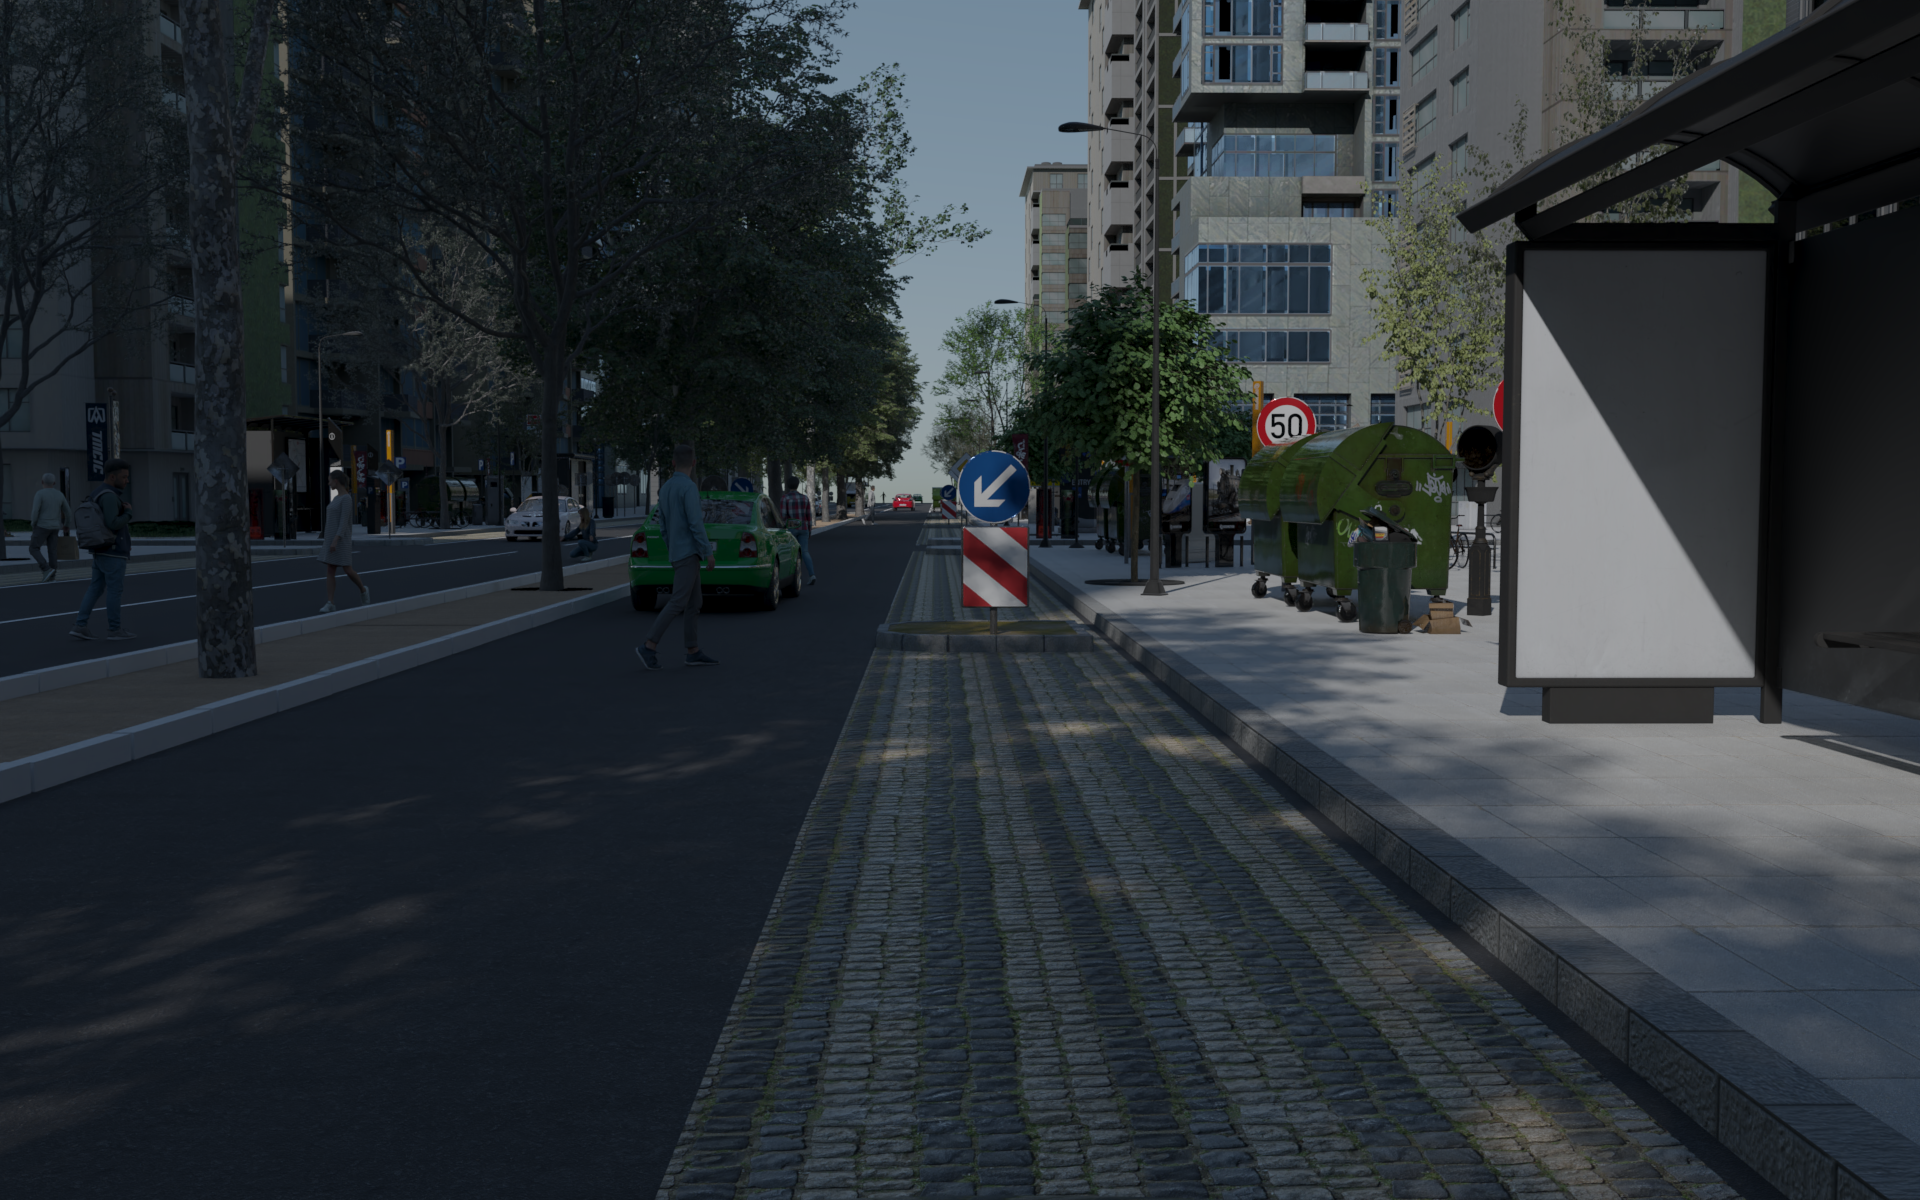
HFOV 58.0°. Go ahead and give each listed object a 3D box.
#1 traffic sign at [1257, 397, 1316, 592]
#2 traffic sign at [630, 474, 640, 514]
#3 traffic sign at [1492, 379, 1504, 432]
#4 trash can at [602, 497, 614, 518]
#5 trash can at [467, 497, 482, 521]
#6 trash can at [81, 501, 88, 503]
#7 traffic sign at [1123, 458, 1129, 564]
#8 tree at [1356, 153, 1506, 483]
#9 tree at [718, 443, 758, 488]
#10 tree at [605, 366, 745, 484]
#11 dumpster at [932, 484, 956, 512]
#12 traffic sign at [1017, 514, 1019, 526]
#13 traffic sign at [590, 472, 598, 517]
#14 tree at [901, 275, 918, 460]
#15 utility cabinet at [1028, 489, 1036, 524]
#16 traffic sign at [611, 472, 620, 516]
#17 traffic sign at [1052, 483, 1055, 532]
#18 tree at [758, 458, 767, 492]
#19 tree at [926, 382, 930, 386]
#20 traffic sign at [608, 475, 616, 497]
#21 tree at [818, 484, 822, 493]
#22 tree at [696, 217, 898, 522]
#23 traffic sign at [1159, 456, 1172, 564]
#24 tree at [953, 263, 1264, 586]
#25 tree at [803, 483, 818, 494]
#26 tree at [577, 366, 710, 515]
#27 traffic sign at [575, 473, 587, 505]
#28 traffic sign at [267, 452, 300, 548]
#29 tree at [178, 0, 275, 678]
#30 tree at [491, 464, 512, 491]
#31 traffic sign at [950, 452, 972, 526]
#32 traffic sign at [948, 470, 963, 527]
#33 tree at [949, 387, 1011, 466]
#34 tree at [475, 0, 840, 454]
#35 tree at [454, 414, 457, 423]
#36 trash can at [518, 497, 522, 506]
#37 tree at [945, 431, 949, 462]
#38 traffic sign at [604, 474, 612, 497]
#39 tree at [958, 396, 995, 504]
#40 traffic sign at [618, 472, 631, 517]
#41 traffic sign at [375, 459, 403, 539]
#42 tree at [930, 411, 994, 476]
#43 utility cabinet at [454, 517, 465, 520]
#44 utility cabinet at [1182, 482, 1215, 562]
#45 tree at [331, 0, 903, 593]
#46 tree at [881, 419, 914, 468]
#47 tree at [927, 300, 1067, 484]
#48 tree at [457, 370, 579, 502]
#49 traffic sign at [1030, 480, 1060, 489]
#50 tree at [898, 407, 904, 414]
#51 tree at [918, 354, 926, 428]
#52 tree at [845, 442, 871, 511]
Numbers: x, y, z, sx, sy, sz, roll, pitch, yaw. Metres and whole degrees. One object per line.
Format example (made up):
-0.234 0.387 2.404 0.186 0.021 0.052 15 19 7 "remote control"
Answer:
4.274 -1.384 22.736 0.768 2.556 0.104 1 4 8 "traffic sign"
-20.885 -6.790 111.130 0.768 2.556 0.104 0 4 3 "traffic sign"
5.722 -1.061 17.457 0.768 2.556 0.104 0 3 0 "traffic sign"
-18.673 -4.909 91.910 0.748 1.137 0.748 0 3 0 "trash can"
-21.772 -4.028 77.516 0.748 1.137 0.748 0 3 0 "trash can"
-18.999 -1.627 38.260 0.748 1.137 0.748 0 3 0 "trash can"
3.070 -1.942 31.864 0.768 2.556 0.104 0 4 8 "traffic sign"
10.398 -5.335 37.597 4.737 8.622 4.395 0 3 0 "tree"
-21.144 -12.428 153.567 4.737 8.622 4.395 0 3 0 "tree"
-19.413 -12.278 117.747 9.611 12.733 9.660 0 3 0 "tree"
-1.258 -8.101 137.408 1.985 2.255 1.502 0 4 -2 "dumpster"
1.928 -3.495 57.155 0.884 2.594 0.081 0 4 6 "traffic sign"
-20.459 -5.864 95.982 0.768 2.556 0.104 0 4 4 "traffic sign"
-6.007 -9.006 56.354 9.857 13.997 8.962 0 3 0 "tree"
3.436 -3.981 73.761 1.173 1.500 0.318 3 5 41 "utility cabinet"
-19.733 -6.086 99.614 0.768 2.556 0.104 0 4 7 "traffic sign"
3.178 -3.599 58.954 0.768 2.556 0.104 1 4 9 "traffic sign"
-20.618 -13.443 170.149 4.737 8.622 4.395 0 3 0 "tree"
-6.421 -12.345 110.946 9.857 13.997 8.962 0 3 0 "tree"
-22.198 -6.780 110.959 0.768 2.556 0.104 0 4 3 "traffic sign"
-22.573 -16.998 272.519 1.663 3.219 1.824 0 3 0 "tree"
-6.408 -8.842 65.147 7.486 12.596 7.792 0 3 0 "tree"
3.668 -1.930 31.663 0.768 2.556 0.104 0 4 1 "traffic sign"
2.541 -2.504 24.655 4.285 4.588 4.351 0 3 0 "tree"
-21.554 -15.283 244.479 1.663 3.219 1.824 0 3 0 "tree"
-19.061 -10.437 105.063 8.767 10.594 7.601 -1 4 -8 "tree"
-18.503 -5.041 84.558 0.606 2.300 0.079 0 4 2 "traffic sign"
-16.186 -2.313 41.459 0.795 2.450 0.064 0 4 -1 "traffic sign"
-4.512 -9.405 12.119 12.611 20.169 13.585 0 3 0 "tree"
-29.270 -7.065 110.118 1.663 3.219 1.824 0 3 0 "tree"
0.157 -2.325 41.663 0.795 2.450 0.064 0 4 -1 "traffic sign"
0.047 -2.814 49.647 0.795 2.450 0.064 0 4 -1 "traffic sign"
1.875 -10.215 117.378 4.360 8.622 3.978 0 3 0 "tree"
-5.952 -7.859 37.615 9.857 13.997 8.962 0 3 0 "tree"
-28.513 -9.452 104.903 4.360 8.622 3.978 0 3 0 "tree"
-22.313 -4.721 88.841 0.748 1.137 0.748 0 3 0 "trash can"
0.904 -12.551 155.578 4.360 8.622 3.978 0 3 0 "tree"
-22.480 -6.799 111.275 0.768 2.556 0.104 0 4 3 "traffic sign"
0.137 -18.756 217.035 12.009 13.543 11.850 0 3 0 "tree"
-18.989 -5.988 98.010 0.768 2.556 0.104 0 4 3 "traffic sign"
-16.296 -2.801 49.444 0.795 2.450 0.064 0 4 -1 "traffic sign"
1.131 -15.573 189.032 7.601 10.594 8.767 3 5 42 "tree"
-24.736 -4.544 85.454 0.306 1.237 1.020 -3 5 -44 "utility cabinet"
4.442 -1.453 32.443 0.318 1.500 1.173 3 5 40 "utility cabinet"
-6.063 -6.881 25.325 12.009 13.543 11.850 0 3 0 "tree"
-7.127 -11.213 120.198 8.767 10.594 7.601 0 4 -1 "tree"
2.219 -10.142 91.581 9.928 11.665 9.643 0 3 0 "tree"
-19.666 -7.847 78.662 4.360 8.622 3.978 0 3 0 "tree"
3.577 -4.182 62.255 2.265 3.308 0.079 0 4 8 "traffic sign"
-6.717 -10.196 87.288 7.486 12.596 7.792 0 3 0 "tree"
-6.568 -11.431 96.003 9.857 13.997 8.962 0 3 0 "tree"
-6.860 -9.241 103.907 4.360 8.622 3.978 0 3 0 "tree"
